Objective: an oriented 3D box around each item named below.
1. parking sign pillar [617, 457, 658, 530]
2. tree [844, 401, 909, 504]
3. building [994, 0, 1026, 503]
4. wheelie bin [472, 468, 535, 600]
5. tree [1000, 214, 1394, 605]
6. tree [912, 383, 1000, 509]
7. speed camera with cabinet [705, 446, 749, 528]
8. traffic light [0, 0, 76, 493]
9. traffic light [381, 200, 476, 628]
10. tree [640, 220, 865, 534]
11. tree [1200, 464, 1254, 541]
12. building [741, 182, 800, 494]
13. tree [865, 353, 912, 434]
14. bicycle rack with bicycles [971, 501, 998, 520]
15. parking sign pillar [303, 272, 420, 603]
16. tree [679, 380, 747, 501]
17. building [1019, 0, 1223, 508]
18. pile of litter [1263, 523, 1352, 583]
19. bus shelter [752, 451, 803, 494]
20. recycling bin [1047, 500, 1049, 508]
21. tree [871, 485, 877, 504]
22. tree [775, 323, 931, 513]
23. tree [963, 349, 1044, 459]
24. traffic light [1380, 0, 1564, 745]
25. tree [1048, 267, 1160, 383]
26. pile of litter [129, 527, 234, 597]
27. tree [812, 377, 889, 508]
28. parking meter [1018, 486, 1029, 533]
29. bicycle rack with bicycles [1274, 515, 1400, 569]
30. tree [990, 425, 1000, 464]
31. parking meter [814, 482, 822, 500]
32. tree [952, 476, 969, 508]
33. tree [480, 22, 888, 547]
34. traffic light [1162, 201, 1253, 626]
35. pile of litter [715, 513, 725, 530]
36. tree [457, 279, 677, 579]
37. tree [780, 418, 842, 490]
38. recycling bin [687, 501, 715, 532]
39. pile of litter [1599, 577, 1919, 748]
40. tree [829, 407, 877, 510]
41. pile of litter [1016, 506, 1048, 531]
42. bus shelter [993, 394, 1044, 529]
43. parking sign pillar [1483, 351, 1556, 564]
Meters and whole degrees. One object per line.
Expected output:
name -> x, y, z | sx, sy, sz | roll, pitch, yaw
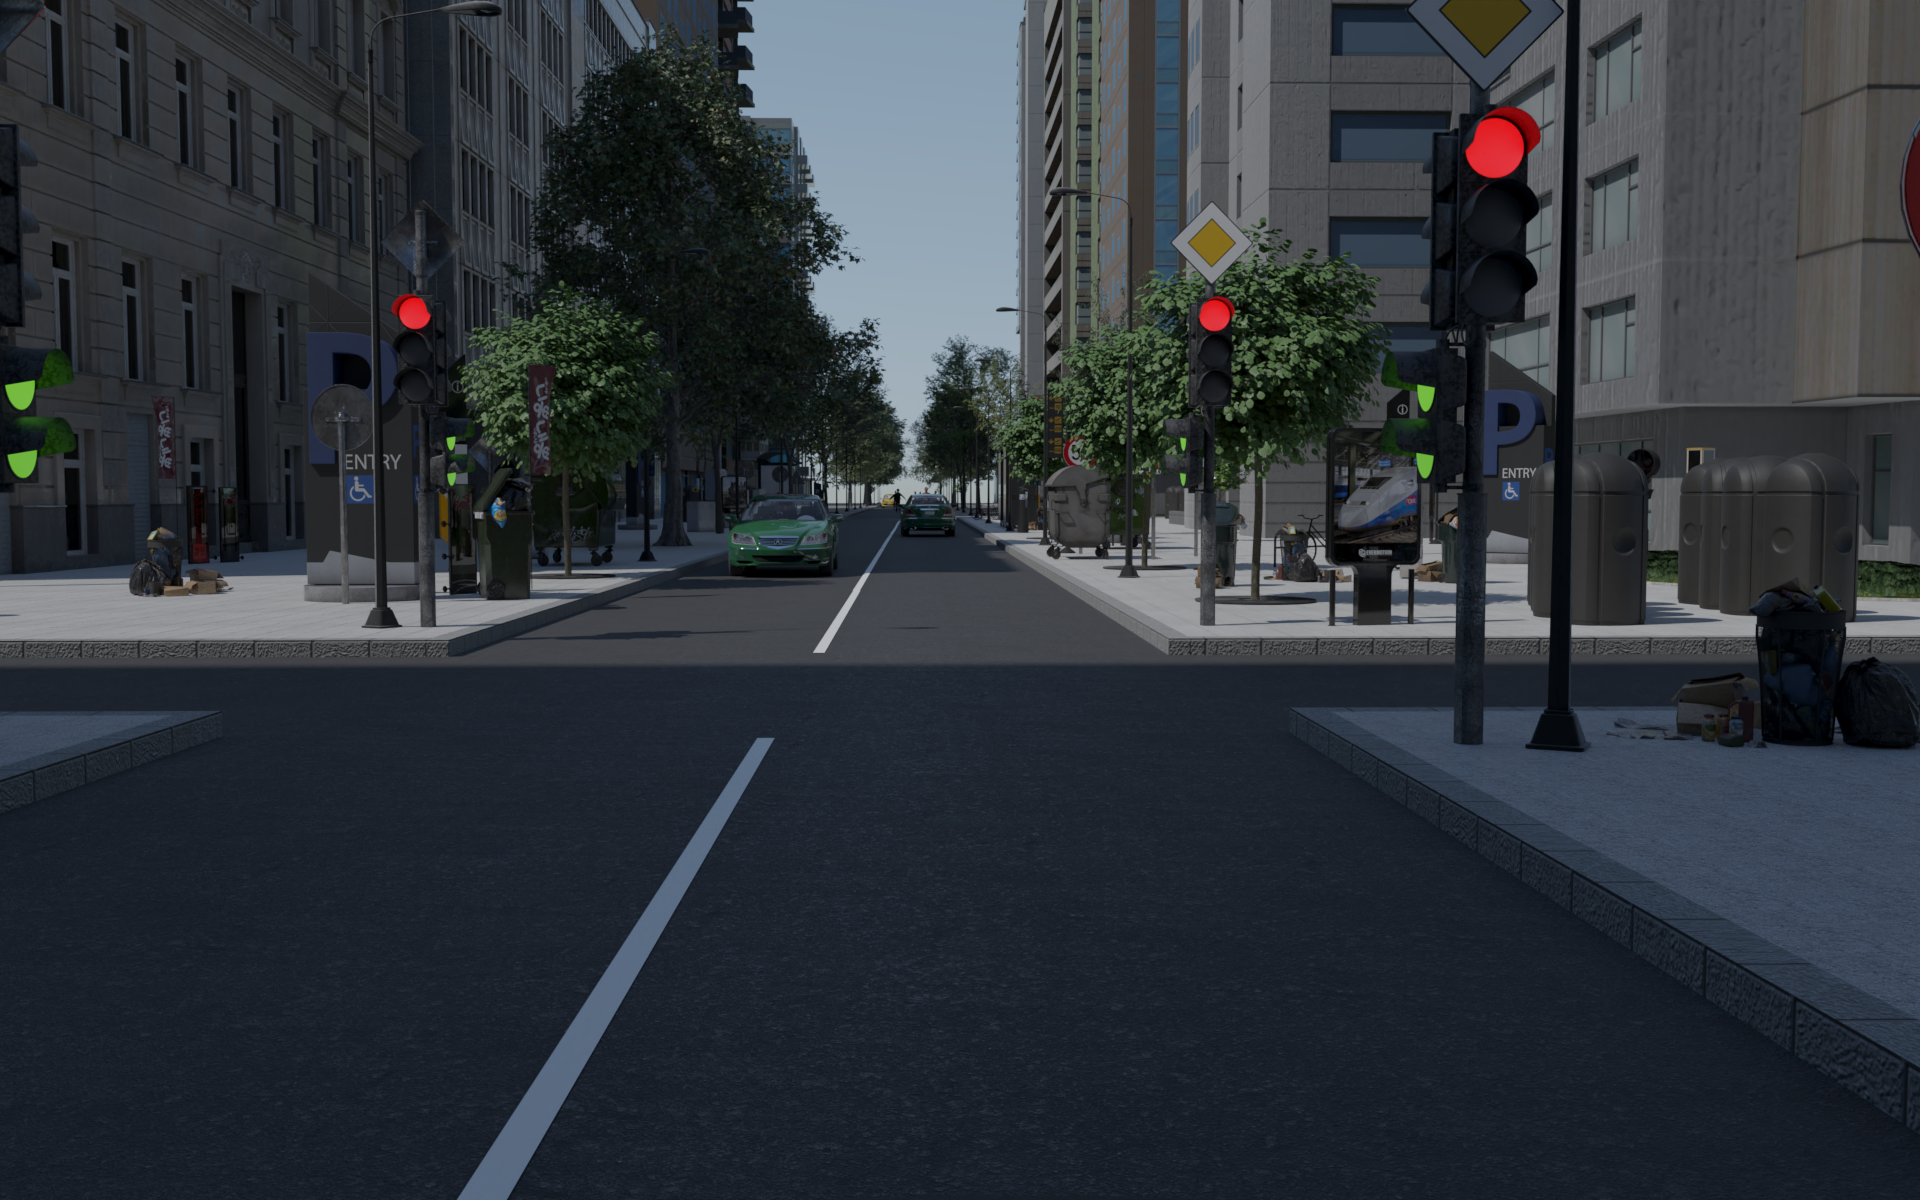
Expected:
parking sign pillar -> -11.647, -4.526, 62.471 | 1.447, 3.967, 1.447 | 1, 4, 9
tree -> -11.240, -18.977, 216.932 | 9.857, 13.997, 8.962 | 0, 3, 0
building -> 16.453, -56.361, 234.170 | 22.319, 86.520, 31.000 | 0, 4, -1
wheelie bin -> -5.583, -0.816, 21.252 | 0.693, 1.594, 0.980 | -2, 4, -26
tree -> 3.457, -2.250, 20.494 | 4.285, 4.588, 4.351 | 0, 3, 0
tree -> 0.118, -12.829, 144.160 | 8.767, 10.594, 7.601 | -1, 4, -20
speed camera with cabinet -> -8.791, -4.344, 65.361 | 0.660, 3.252, 2.038 | 2, 4, 29
traffic light -> -4.908, -1.204, 8.604 | 0.839, 4.253, 0.868 | 0, 4, -1
traffic light -> -5.111, -1.692, 16.586 | 0.839, 4.253, 0.868 | 0, 4, -1
tree -> -7.764, -7.446, 56.157 | 8.767, 10.594, 7.601 | 0, 4, 0
tree -> 7.099, -3.213, 47.140 | 1.663, 3.219, 1.824 | 0, 3, 0
building -> -34.406, -30.721, 194.166 | 32.217, 40.220, 23.993 | 0, 4, -1
tree -> -6.989, -8.459, 72.724 | 8.767, 10.594, 7.601 | 0, 4, 6
bicycle rack with bicycles -> 2.252, -4.461, 86.323 | 2.925, 0.926, 2.852 | 1, 4, 17
parking sign pillar -> -7.246, -1.992, 21.038 | 1.447, 3.967, 1.447 | 0, 4, -1
tree -> -12.262, -8.091, 82.648 | 4.737, 8.622, 4.395 | 0, 3, 0
building -> 17.581, -40.565, 205.241 | 21.231, 58.520, 28.212 | 0, 4, -1
pile of litter -> 5.154, -0.721, 25.756 | 1.176, 0.858, 1.719 | 0, 4, -6
bus shelter -> -8.794, -5.504, 83.910 | 2.014, 3.302, 5.546 | 0, 4, -1
recycling bin -> 3.938, -4.400, 84.492 | 0.722, 1.027, 0.722 | 0, 4, -8
tree -> -12.290, -14.753, 235.811 | 1.663, 3.219, 1.824 | 0, 3, 0
tree -> -9.250, -12.720, 118.347 | 12.009, 13.543, 11.850 | 0, 3, 0
tree -> 2.381, -8.445, 88.446 | 4.737, 8.622, 4.395 | 0, 3, 0
traffic light -> 2.600, -1.216, 8.809 | 0.839, 4.253, 0.868 | 0, 4, -1
tree -> 4.951, -6.413, 55.219 | 4.360, 8.622, 3.978 | 0, 3, 0
pile of litter -> -10.009, -0.515, 22.387 | 1.176, 0.858, 1.719 | 1, 4, 19
tree -> -10.538, -15.065, 164.436 | 7.486, 12.596, 7.792 | 0, 3, 0
parking meter -> 2.083, -2.980, 57.126 | 0.372, 1.533, 0.369 | 0, 3, 0
bicycle rack with bicycles -> 6.965, -1.032, 30.251 | 2.925, 0.926, 2.852 | -3, 5, -41
tree -> 3.103, -2.805, 29.578 | 4.285, 4.588, 4.351 | 0, 3, 0
parking meter -> -6.753, -4.687, 82.344 | 0.399, 1.863, 0.255 | 0, 4, 1
tree -> 0.245, -10.437, 165.243 | 1.663, 3.219, 1.824 | 0, 3, 0
tree -> -7.038, -7.683, 42.629 | 9.611, 12.733, 9.660 | 0, 3, 0
traffic light -> 2.398, -1.705, 16.792 | 0.839, 4.253, 0.868 | 0, 4, -1
pile of litter -> -9.129, -2.963, 62.405 | 1.176, 0.858, 1.719 | 2, 4, 34
tree -> -5.983, -2.626, 26.655 | 4.285, 4.588, 4.351 | 0, 3, 0
tree -> -8.360, -9.072, 98.686 | 4.737, 8.622, 4.395 | 0, 3, 0
recycling bin -> -8.805, -2.833, 58.871 | 0.722, 1.027, 0.722 | -3, 5, -43
pile of litter -> 4.330, 0.292, 9.185 | 1.719, 0.858, 1.176 | 2, 4, 24
tree -> -8.671, -11.361, 136.117 | 4.360, 8.622, 3.978 | 0, 3, 0
pile of litter -> 2.795, -2.902, 61.406 | 1.719, 0.858, 1.176 | 0, 4, -4
bus shelter -> 2.436, -5.505, 67.642 | 2.179, 5.291, 8.768 | 0, 4, -2
parking sign pillar -> 10.357, -2.675, 32.207 | 1.447, 3.967, 1.447 | -3, 5, -42
